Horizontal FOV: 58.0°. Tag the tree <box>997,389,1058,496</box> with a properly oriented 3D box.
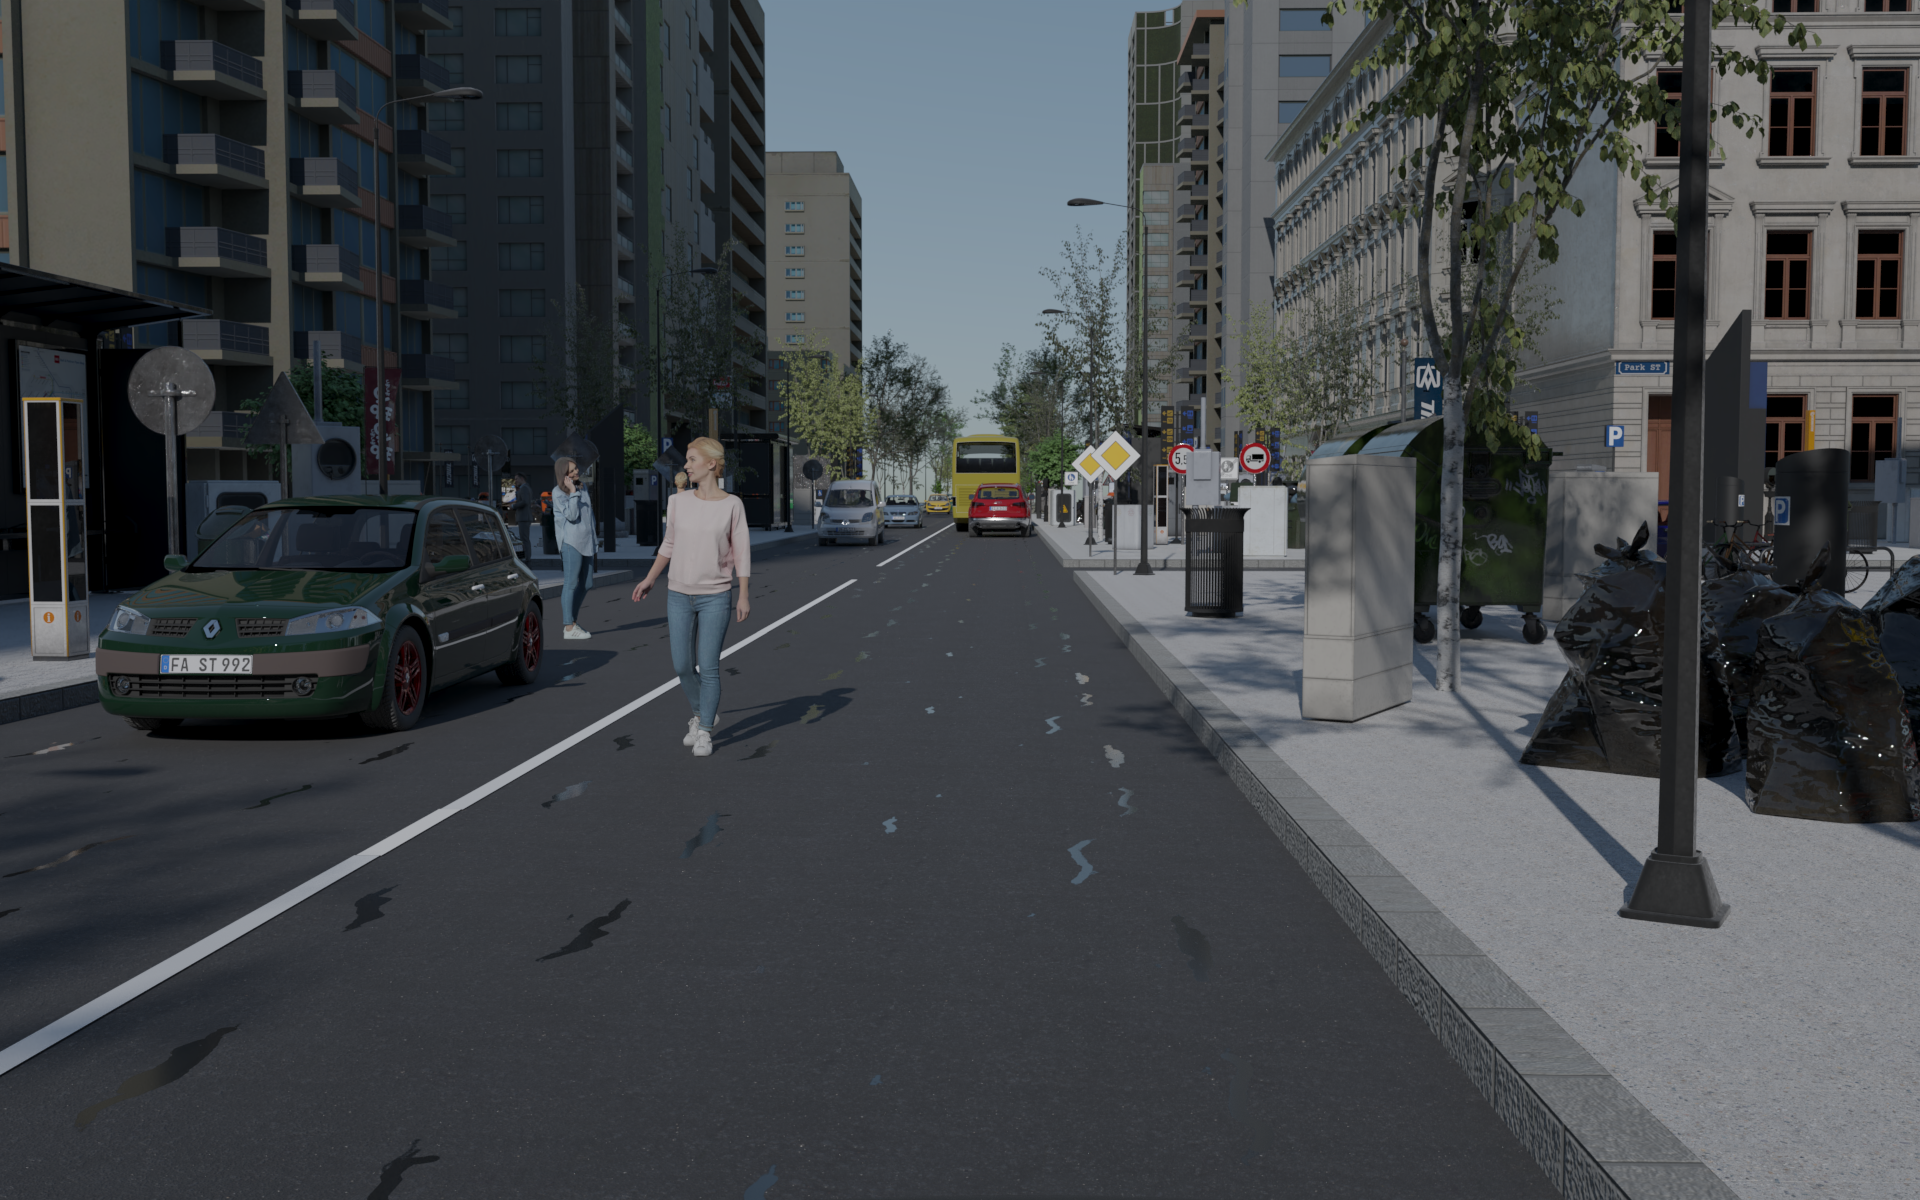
[{"bbox_3d":[7.121,-15.857,177.395,7.486,12.596,7.792,0,3,0],"label":"tree"}]

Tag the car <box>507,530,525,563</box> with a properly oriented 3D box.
[{"bbox_3d":[-9.815,-1.264,30.451,4.222,1.686,2.009,0,4,3],"label":"car"}]

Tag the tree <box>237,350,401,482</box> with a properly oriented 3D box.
[{"bbox_3d":[-14.123,-3.357,38.601,4.285,4.588,4.351,0,3,0],"label":"tree"}]

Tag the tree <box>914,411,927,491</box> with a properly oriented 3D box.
[{"bbox_3d":[-4.158,-10.801,126.962,4.360,8.622,3.978,0,3,0],"label":"tree"}]

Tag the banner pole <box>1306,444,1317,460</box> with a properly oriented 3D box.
[{"bbox_3d":[17.567,-5.906,86.588,0.401,3.779,0.863,-3,4,-37],"label":"banner pole"}]

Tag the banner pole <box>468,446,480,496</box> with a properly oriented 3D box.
[{"bbox_3d":[-25.315,-6.119,90.065,0.401,3.779,0.863,3,5,41],"label":"banner pole"}]

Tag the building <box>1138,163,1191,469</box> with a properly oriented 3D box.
[{"bbox_3d":[29.275,-32.589,216.432,14.154,41.232,14.086,0,4,1],"label":"building"}]

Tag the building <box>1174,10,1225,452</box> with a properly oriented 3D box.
[{"bbox_3d":[31.182,-30.726,157.001,22.147,44.769,28.867,0,4,1],"label":"building"}]

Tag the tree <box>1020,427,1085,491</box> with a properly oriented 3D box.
[{"bbox_3d":[4.872,-6.159,84.417,4.285,4.588,4.351,0,3,0],"label":"tree"}]

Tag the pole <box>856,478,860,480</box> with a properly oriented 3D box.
[{"bbox_3d":[-6.355,-6.985,108.042,0.158,3.312,0.155,0,3,0],"label":"pole"}]

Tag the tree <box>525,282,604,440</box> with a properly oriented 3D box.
[{"bbox_3d":[-12.700,-6.685,59.665,4.360,8.622,3.978,0,3,0],"label":"tree"}]

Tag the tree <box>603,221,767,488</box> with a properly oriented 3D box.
[{"bbox_3d":[-7.020,-5.886,46.593,4.360,8.622,3.978,0,3,0],"label":"tree"}]

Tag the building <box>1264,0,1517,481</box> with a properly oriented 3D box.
[{"bbox_3d":[27.157,-19.041,87.735,17.030,29.872,44.131,0,4,1],"label":"building"}]

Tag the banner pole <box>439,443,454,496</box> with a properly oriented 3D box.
[{"bbox_3d":[-25.104,-5.784,84.578,0.863,3.779,0.401,-2,4,-33],"label":"banner pole"}]

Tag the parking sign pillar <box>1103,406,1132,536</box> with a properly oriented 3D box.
[{"bbox_3d":[5.044,-3.994,53.767,1.447,3.967,1.447,1,4,9],"label":"parking sign pillar"}]

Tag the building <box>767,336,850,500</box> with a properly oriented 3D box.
[{"bbox_3d":[-29.247,-23.159,223.685,27.650,21.520,28.899,0,4,1],"label":"building"}]

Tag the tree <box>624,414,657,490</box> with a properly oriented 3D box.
[{"bbox_3d":[-13.765,-5.368,71.473,4.285,4.588,4.351,0,3,0],"label":"tree"}]

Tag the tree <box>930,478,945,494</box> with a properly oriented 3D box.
[{"bbox_3d":[-2.288,-11.831,188.037,1.663,3.219,1.824,0,3,0],"label":"tree"}]

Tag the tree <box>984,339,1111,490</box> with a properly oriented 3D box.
[{"bbox_3d":[5.852,-10.381,104.147,7.601,10.594,8.767,3,5,40],"label":"tree"}]

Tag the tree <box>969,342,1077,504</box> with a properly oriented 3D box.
[{"bbox_3d":[8.058,-22.061,216.578,12.611,20.169,13.585,0,3,0],"label":"tree"}]

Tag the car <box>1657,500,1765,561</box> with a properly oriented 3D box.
[{"bbox_3d":[12.482,-1.169,31.690,3.894,1.354,1.945,0,4,2],"label":"car"}]

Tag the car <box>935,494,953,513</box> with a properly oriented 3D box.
[{"bbox_3d":[-0.962,-7.540,135.079,2.131,1.459,4.920,0,4,2],"label":"car"}]

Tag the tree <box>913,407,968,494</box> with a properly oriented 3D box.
[{"bbox_3d":[-2.557,-16.943,202.766,9.928,11.665,9.643,0,3,0],"label":"tree"}]

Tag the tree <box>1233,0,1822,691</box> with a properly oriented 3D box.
[{"bbox_3d":[3.431,-3.711,11.041,4.737,8.622,4.395,0,3,0],"label":"tree"}]

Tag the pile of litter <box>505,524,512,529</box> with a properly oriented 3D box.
[{"bbox_3d":[-17.194,-2.993,62.908,1.719,0.858,1.176,0,4,-4],"label":"pile of litter"}]

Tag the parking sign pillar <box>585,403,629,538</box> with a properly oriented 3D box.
[{"bbox_3d":[-10.499,-3.821,50.942,1.447,3.967,1.447,3,4,36],"label":"parking sign pillar"}]

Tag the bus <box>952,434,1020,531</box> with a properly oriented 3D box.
[{"bbox_3d":[1.063,-4.800,70.033,2.896,3.916,12.252,0,4,1],"label":"bus"}]

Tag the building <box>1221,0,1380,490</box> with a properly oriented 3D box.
[{"bbox_3d":[30.145,-35.848,128.113,21.231,58.520,28.212,0,4,1],"label":"building"}]

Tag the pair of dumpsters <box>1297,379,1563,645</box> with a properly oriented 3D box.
[{"bbox_3d":[4.418,-0.872,16.755,1.574,2.255,4.437,0,4,1],"label":"pair of dumpsters"}]

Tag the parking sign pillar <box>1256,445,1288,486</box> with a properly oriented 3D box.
[{"bbox_3d":[17.625,-6.787,99.437,1.447,3.967,1.447,-2,4,-30],"label":"parking sign pillar"}]

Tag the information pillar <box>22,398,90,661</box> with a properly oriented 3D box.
[{"bbox_3d":[-6.968,-0.543,13.368,0.304,2.012,0.304,0,4,4],"label":"information pillar"}]

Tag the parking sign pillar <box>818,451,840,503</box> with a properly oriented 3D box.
[{"bbox_3d":[-8.241,-7.375,109.055,1.447,3.967,1.447,-2,4,-34],"label":"parking sign pillar"}]

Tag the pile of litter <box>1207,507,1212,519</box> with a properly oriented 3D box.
[{"bbox_3d":[8.144,-2.751,58.948,1.176,0.858,1.719,0,4,5],"label":"pile of litter"}]

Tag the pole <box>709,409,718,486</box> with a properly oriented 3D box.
[{"bbox_3d":[-5.885,-2.910,41.416,0.158,3.312,0.155,0,3,0],"label":"pole"}]

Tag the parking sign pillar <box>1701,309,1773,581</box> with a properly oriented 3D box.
[{"bbox_3d":[11.553,-2.297,26.032,1.447,3.967,1.447,0,4,-5],"label":"parking sign pillar"}]

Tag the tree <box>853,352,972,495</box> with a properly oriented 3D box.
[{"bbox_3d":[-4.149,-14.594,148.977,12.009,13.543,11.850,0,3,0],"label":"tree"}]

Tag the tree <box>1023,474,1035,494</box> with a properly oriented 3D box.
[{"bbox_3d":[6.183,-9.809,154.973,1.663,3.219,1.824,0,3,0],"label":"tree"}]

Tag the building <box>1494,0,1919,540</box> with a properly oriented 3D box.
[{"bbox_3d":[28.329,-13.265,53.033,21.152,22.565,11.583,0,4,1],"label":"building"}]

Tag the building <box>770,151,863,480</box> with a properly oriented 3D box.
[{"bbox_3d":[-25.475,-38.182,247.972,21.300,48.544,21.600,0,4,1],"label":"building"}]

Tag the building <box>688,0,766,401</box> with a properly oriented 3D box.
[{"bbox_3d":[-28.714,-32.122,148.890,21.300,48.544,21.600,0,4,1],"label":"building"}]

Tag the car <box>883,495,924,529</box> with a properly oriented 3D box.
[{"bbox_3d":[-2.501,-3.756,73.419,2.014,1.417,4.499,0,4,1],"label":"car"}]

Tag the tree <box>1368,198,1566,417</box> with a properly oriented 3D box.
[{"bbox_3d":[12.786,-5.631,42.429,4.360,8.622,3.978,0,3,0],"label":"tree"}]

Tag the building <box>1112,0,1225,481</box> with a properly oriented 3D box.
[{"bbox_3d":[33.432,-50.067,256.853,20.563,71.187,20.611,0,4,1],"label":"building"}]

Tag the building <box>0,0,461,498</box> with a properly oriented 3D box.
[{"bbox_3d":[-32.498,-25.131,65.523,22.147,44.769,28.867,0,4,1],"label":"building"}]

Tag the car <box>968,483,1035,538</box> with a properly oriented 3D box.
[{"bbox_3d":[1.391,-3.060,58.708,2.281,1.827,5.304,0,4,3],"label":"car"}]

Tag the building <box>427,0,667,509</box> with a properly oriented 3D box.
[{"bbox_3d":[-25.606,-25.547,101.296,14.154,41.232,14.086,0,4,1],"label":"building"}]

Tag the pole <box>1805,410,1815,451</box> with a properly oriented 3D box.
[{"bbox_3d":[20.653,-2.954,42.147,0.158,3.312,0.155,0,3,0],"label":"pole"}]

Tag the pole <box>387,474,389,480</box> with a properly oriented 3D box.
[{"bbox_3d":[-11.950,-2.579,36.007,0.158,3.312,0.155,0,3,0],"label":"pole"}]

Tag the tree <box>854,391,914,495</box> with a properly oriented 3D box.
[{"bbox_3d":[-5.314,-10.101,115.521,4.360,8.622,3.978,0,3,0],"label":"tree"}]

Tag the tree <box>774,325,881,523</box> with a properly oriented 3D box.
[{"bbox_3d":[-6.261,-7.657,75.550,4.737,8.622,4.395,0,3,0],"label":"tree"}]

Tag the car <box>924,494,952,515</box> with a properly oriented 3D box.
[{"bbox_3d":[-1.520,-6.835,121.975,2.015,1.641,3.980,0,4,0],"label":"car"}]

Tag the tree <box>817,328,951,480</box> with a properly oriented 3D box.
[{"bbox_3d":[-4.832,-9.982,97.621,7.601,10.594,8.767,2,4,34],"label":"tree"}]

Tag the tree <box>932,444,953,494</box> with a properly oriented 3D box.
[{"bbox_3d":[-2.113,-18.381,250.897,4.737,8.622,4.395,0,3,0],"label":"tree"}]

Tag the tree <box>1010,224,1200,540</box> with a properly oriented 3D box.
[{"bbox_3d":[4.106,-5.955,47.722,4.360,8.622,3.978,0,3,0],"label":"tree"}]

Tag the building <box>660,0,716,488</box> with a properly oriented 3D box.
[{"bbox_3d":[-32.771,-32.729,124.358,28.713,52.752,27.495,0,4,1],"label":"building"}]

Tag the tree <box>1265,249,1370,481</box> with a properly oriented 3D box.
[{"bbox_3d":[11.246,-6.281,53.054,4.360,8.622,3.978,0,3,0],"label":"tree"}]

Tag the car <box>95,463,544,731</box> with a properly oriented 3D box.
[{"bbox_3d":[-4.126,-0.118,11.723,2.009,1.686,4.222,0,4,3],"label":"car"}]

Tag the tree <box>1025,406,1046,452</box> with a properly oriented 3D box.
[{"bbox_3d":[6.808,-11.382,136.463,4.737,8.622,4.395,0,3,0],"label":"tree"}]
